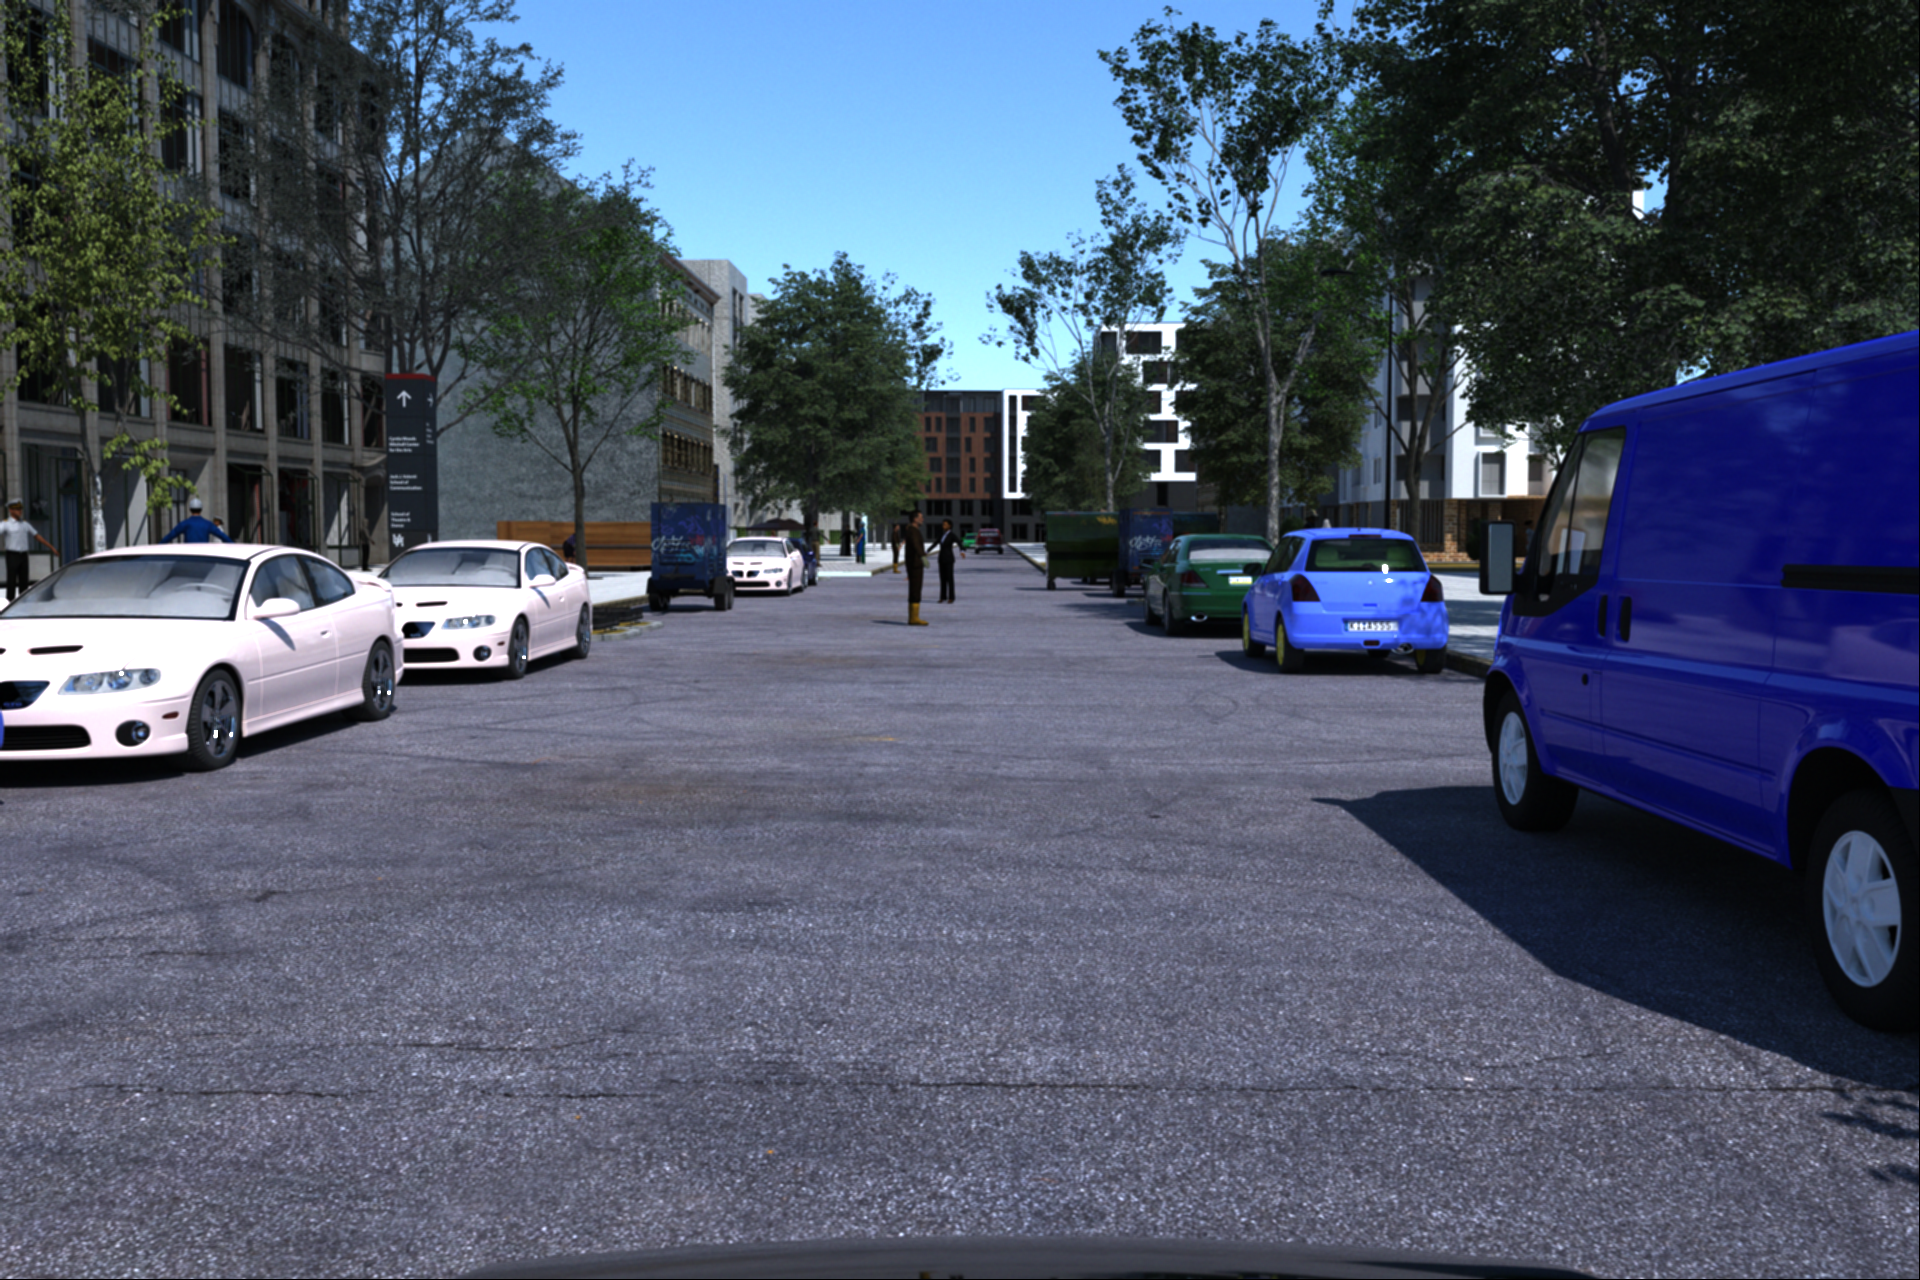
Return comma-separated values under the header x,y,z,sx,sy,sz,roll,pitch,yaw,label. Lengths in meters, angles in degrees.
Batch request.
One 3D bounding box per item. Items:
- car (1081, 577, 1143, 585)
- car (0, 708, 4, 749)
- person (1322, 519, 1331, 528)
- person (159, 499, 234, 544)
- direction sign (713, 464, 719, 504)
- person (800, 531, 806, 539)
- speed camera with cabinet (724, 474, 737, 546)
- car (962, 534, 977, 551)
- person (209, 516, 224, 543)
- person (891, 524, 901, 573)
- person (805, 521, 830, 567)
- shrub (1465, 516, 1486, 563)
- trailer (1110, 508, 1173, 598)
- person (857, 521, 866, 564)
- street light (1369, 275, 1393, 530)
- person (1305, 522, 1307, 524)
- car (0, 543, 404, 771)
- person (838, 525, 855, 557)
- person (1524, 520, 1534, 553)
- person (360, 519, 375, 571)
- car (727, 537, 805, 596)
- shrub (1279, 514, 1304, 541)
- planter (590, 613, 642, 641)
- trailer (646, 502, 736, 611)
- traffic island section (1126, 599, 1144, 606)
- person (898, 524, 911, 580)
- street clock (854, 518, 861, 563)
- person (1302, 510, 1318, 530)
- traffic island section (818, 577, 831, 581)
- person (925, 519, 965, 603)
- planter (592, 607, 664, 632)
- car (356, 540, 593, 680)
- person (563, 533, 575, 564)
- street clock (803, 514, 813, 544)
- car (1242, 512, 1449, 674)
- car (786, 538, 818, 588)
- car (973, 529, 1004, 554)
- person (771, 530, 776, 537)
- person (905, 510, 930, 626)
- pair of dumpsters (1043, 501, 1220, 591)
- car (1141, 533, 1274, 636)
x,y,z,sx,sy,sz,roll,pitch,yaw,label
4.495,-2.515,50.158,2.155,1.783,4.494,0,4,0,car
-5.770,0.143,7.260,1.945,1.707,3.694,0,4,1,car
11.229,-2.830,53.048,1.217,1.736,0.721,1,4,22,person
-12.162,-1.329,27.610,1.347,1.842,0.705,-2,4,-24,person
-7.906,-3.929,56.239,0.379,3.537,0.876,0,4,2,direction sign
-8.242,-5.227,91.640,0.705,1.806,1.347,-1,4,-20,person
-7.923,-3.897,58.052,0.660,3.252,2.038,0,4,1,speed camera with cabinet
1.121,-8.280,144.171,1.959,1.807,4.718,0,4,1,car
-20.047,-2.455,46.602,0.721,1.778,1.216,-2,4,-35,person
-2.314,-3.355,63.443,0.704,1.812,1.346,0,3,0,person
-5.656,-3.780,68.082,1.348,1.796,0.705,3,4,37,person
23.329,-4.471,77.149,1.661,2.075,1.752,0,3,0,shrub
4.215,-2.018,40.041,1.471,1.999,3.904,0,4,0,trailer
-4.177,-4.117,73.437,0.704,1.817,1.347,0,4,4,person
8.082,-3.541,30.432,1.470,5.913,1.316,0,4,1,street light
16.464,-4.677,82.243,0.705,1.856,1.354,2,4,32,person
-5.381,0.023,11.987,2.083,1.381,4.827,0,4,1,car
-6.386,-5.641,98.423,1.347,1.806,0.705,3,5,43,person
18.733,-3.048,56.609,0.721,1.739,1.217,3,4,38,person
-20.409,-3.267,59.551,0.705,1.813,1.348,-2,4,-33,person
-4.804,-1.777,41.414,2.083,1.381,4.827,0,4,1,car
12.283,-3.673,64.089,1.661,2.075,1.752,0,3,0,shrub
-5.499,-0.175,23.997,1.991,0.319,1.994,0,4,2,planter
-5.062,-1.518,31.863,1.471,1.999,3.904,0,4,1,trailer
4.411,-0.759,35.277,1.991,0.108,1.994,0,4,1,traffic island section
-1.650,-2.721,53.742,0.721,1.733,1.217,1,4,21,person
-4.549,-4.453,77.375,0.358,2.002,0.471,0,4,2,street clock
8.166,-2.097,40.155,0.704,1.845,1.351,2,4,27,person
-4.994,-1.864,53.337,1.991,0.108,1.994,0,4,1,traffic island section
-0.329,-1.631,35.848,1.216,1.740,0.721,3,5,44,person
-5.528,-0.298,26.012,1.991,0.319,1.994,0,4,1,planter
-5.231,-0.378,18.549,2.083,1.381,4.827,0,4,1,car
-12.329,-2.810,55.221,0.697,1.427,0.421,2,4,27,person
-5.383,-3.466,61.246,0.358,2.002,0.471,0,4,3,street clock
4.143,-0.581,19.092,1.945,1.707,3.694,0,4,1,car
-4.865,-2.097,46.872,1.945,1.354,3.894,0,4,1,car
2.105,-7.198,126.358,2.281,1.827,5.304,0,3,0,car
-7.074,-3.425,65.260,0.991,1.433,0.599,-2,4,-32,person
-0.671,-1.140,27.234,0.704,1.812,1.346,-1,4,-8,person
4.343,-2.402,44.217,4.436,2.255,1.574,0,4,0,pair of dumpsters
3.823,-0.859,25.849,2.131,1.459,4.920,0,4,0,car
